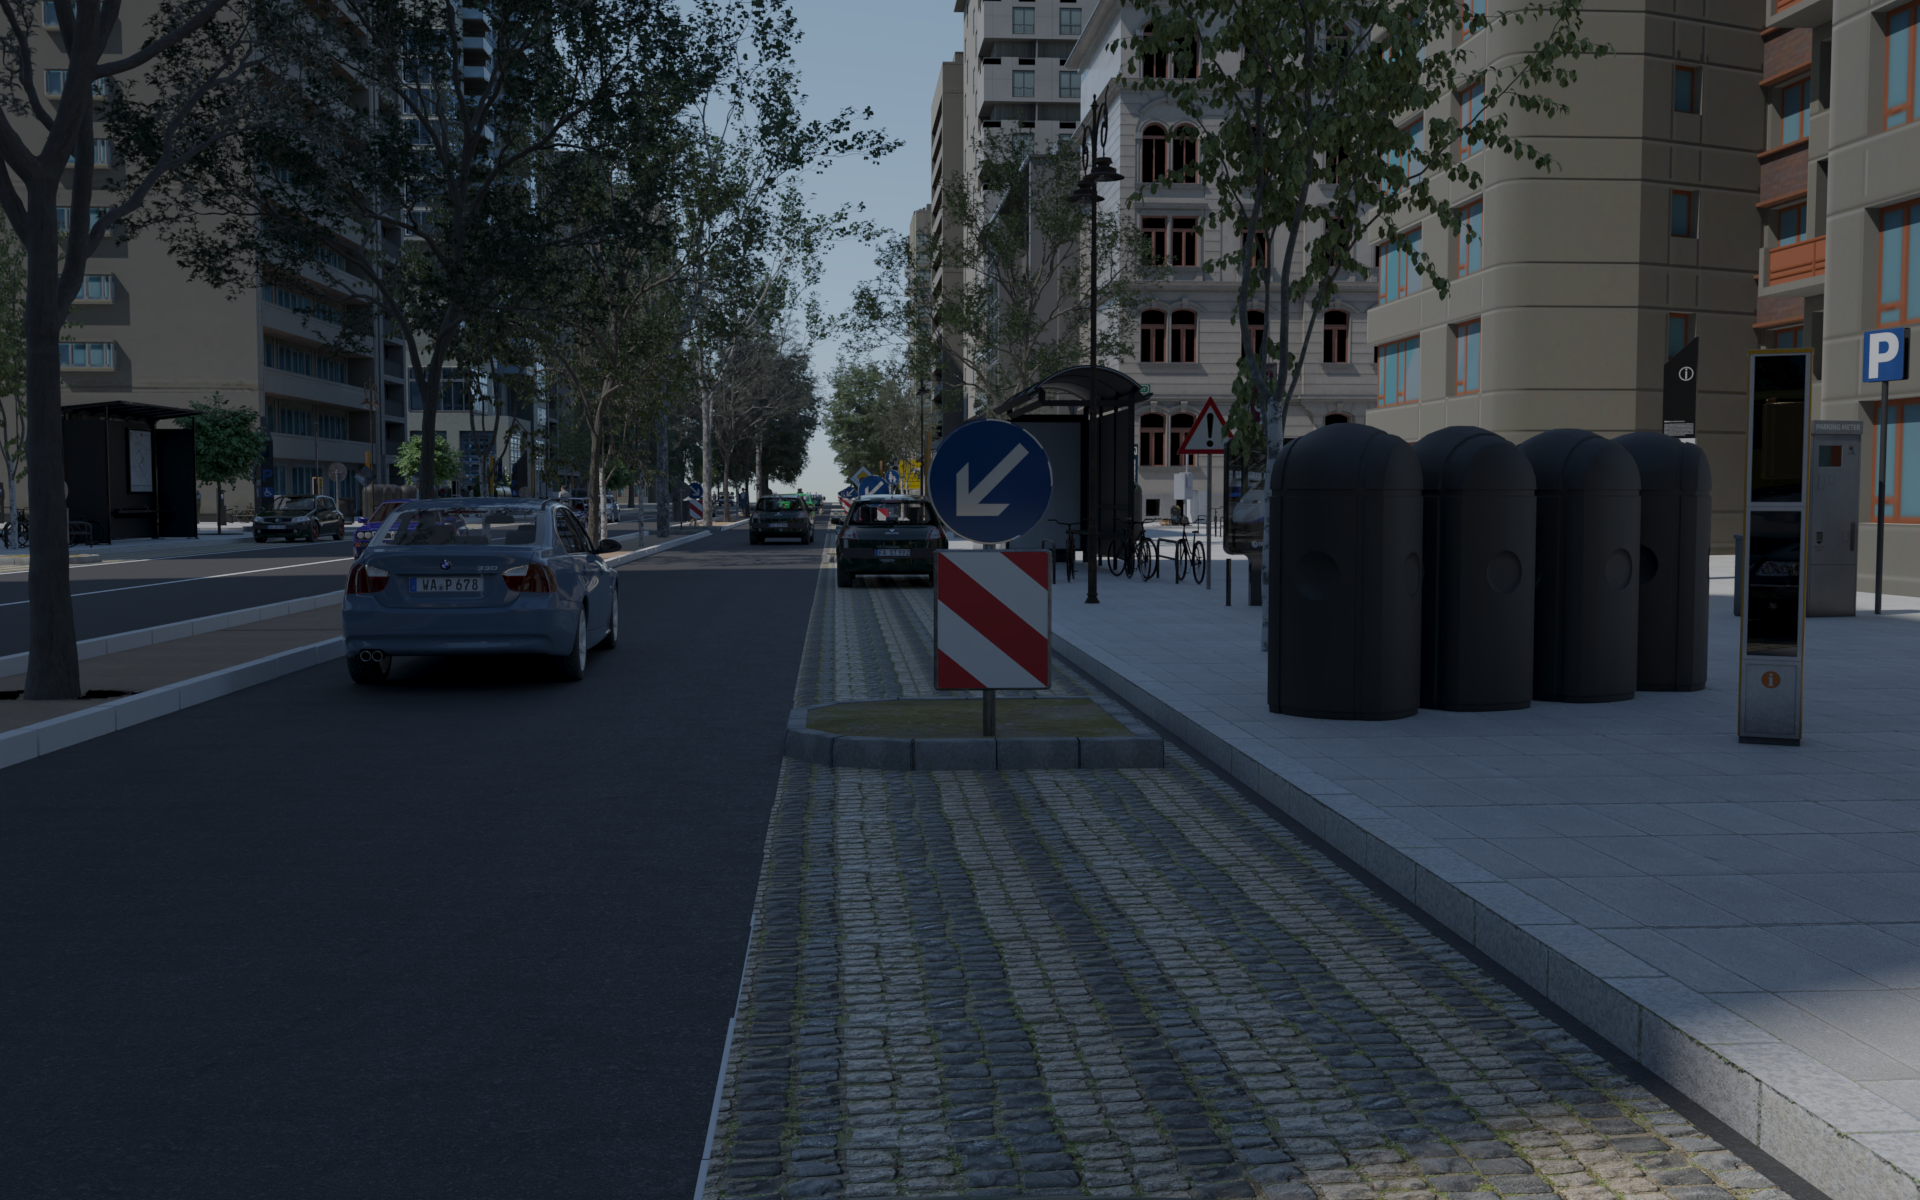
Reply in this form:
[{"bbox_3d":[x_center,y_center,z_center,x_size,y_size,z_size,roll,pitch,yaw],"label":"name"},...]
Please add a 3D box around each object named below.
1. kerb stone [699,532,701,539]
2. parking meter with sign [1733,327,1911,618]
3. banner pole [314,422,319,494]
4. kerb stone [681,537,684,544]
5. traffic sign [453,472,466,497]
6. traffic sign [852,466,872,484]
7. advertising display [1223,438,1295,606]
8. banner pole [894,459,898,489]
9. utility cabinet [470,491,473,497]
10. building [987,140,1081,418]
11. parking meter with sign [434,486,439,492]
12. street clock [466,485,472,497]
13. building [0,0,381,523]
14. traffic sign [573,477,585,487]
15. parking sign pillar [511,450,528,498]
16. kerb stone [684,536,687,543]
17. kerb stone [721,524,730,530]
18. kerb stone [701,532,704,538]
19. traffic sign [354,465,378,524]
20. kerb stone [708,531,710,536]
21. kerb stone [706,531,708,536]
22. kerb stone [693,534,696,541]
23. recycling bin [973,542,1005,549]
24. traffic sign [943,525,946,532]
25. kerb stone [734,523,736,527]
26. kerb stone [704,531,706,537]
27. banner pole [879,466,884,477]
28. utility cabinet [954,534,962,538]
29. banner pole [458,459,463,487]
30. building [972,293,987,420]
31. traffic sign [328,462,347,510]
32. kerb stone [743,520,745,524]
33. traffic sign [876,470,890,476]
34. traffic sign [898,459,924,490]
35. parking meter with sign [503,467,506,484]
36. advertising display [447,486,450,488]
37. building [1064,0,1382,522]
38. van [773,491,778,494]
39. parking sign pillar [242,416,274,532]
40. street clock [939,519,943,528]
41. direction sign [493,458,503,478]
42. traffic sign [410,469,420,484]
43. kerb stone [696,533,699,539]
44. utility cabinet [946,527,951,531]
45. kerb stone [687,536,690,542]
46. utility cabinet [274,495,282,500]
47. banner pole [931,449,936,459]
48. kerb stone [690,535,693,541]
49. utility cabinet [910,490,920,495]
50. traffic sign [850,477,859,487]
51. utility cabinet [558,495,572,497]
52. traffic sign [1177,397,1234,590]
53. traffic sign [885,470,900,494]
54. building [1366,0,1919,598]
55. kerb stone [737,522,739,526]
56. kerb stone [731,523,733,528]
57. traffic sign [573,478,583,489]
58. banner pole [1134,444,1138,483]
[{"bbox_3d":[-8.398,-1.995,54.941,0.120,0.150,1.000,0,4,-4],"label":"kerb stone"},{"bbox_3d":[9.007,-1.340,18.174,1.738,3.016,0.543,-1,4,-16],"label":"parking meter with sign"},{"bbox_3d":[-22.351,-4.295,60.239,0.401,3.779,0.863,-1,4,-23],"label":"banner pole"},{"bbox_3d":[-7.953,-1.629,48.821,0.120,0.150,1.000,0,4,-4],"label":"kerb stone"},{"bbox_3d":[-26.732,-5.645,92.404,0.768,2.556,0.104,0,4,-2],"label":"traffic sign"},{"bbox_3d":[-3.430,-3.532,61.389,0.795,2.450,0.064,0,4,-4],"label":"traffic sign"},{"bbox_3d":[3.503,-0.895,19.851,0.974,1.923,0.123,0,4,-6],"label":"advertising display"},{"bbox_3d":[-3.757,-7.186,107.513,0.863,3.779,0.401,-2,4,-27],"label":"banner pole"},{"bbox_3d":[-30.723,-6.238,110.670,1.173,1.500,0.318,1,4,11],"label":"utility cabinet"},{"bbox_3d":[9.896,-17.879,111.396,14.314,24.678,30.058,0,4,-4],"label":"building"},{"bbox_3d":[-32.114,-6.651,104.998,1.738,3.016,0.543,3,4,39],"label":"parking meter with sign"},{"bbox_3d":[-40.279,-8.415,142.161,0.471,2.002,0.358,-2,4,-25],"label":"street clock"},{"bbox_3d":[-43.189,-28.341,87.084,21.300,48.544,21.600,0,4,-4],"label":"building"},{"bbox_3d":[-29.151,-8.105,132.524,0.884,2.594,0.081,0,4,-1],"label":"traffic sign"},{"bbox_3d":[-26.846,-7.162,105.572,1.447,3.967,1.447,1,4,14],"label":"parking sign pillar"},{"bbox_3d":[-8.031,-1.691,49.841,0.120,0.150,1.000,0,4,-4],"label":"kerb stone"},{"bbox_3d":[-9.470,-2.903,69.776,0.120,0.150,1.000,0,4,-4],"label":"kerb stone"},{"bbox_3d":[-8.468,-2.061,55.961,0.120,0.150,1.000,0,4,-4],"label":"kerb stone"},{"bbox_3d":[-20.631,-3.457,60.168,0.795,2.450,0.064,0,4,-4],"label":"traffic sign"},{"bbox_3d":[-8.687,-2.252,59.020,0.120,0.150,1.000,0,4,-4],"label":"kerb stone"},{"bbox_3d":[-8.622,-2.190,58.000,0.120,0.150,1.000,0,4,-4],"label":"kerb stone"},{"bbox_3d":[-8.243,-1.878,52.902,0.120,0.150,1.000,0,4,-4],"label":"kerb stone"},{"bbox_3d":[0.748,-1.652,39.566,0.722,1.027,0.722,2,4,24],"label":"recycling bin"},{"bbox_3d":[-0.466,-3.199,52.409,0.768,2.556,0.104,0,4,1],"label":"traffic sign"},{"bbox_3d":[-9.763,-3.160,73.853,0.120,0.150,1.000,0,4,-4],"label":"kerb stone"},{"bbox_3d":[-8.539,-2.128,56.981,0.120,0.150,1.000,0,4,-4],"label":"kerb stone"},{"bbox_3d":[-6.062,-9.029,137.641,0.863,3.779,0.401,-2,4,-34],"label":"banner pole"},{"bbox_3d":[0.169,-2.423,50.778,0.306,1.237,1.020,-2,4,-29],"label":"utility cabinet"},{"bbox_3d":[-35.957,-8.234,124.645,0.863,3.779,0.401,3,5,43],"label":"banner pole"},{"bbox_3d":[6.643,-16.599,136.021,10.561,19.102,19.286,0,4,-4],"label":"building"},{"bbox_3d":[-25.094,-4.263,69.811,0.768,2.556,0.104,0,4,-2],"label":"traffic sign"},{"bbox_3d":[-10.278,-3.593,81.016,0.120,0.150,1.000,0,4,-4],"label":"kerb stone"},{"bbox_3d":[-5.734,-9.014,141.258,2.265,3.308,0.079,0,4,-1],"label":"traffic sign"},{"bbox_3d":[-2.440,-6.492,100.012,2.265,3.308,0.079,0,4,3],"label":"traffic sign"},{"bbox_3d":[-28.017,-6.950,109.887,1.738,3.016,0.543,0,4,-6],"label":"parking meter with sign"},{"bbox_3d":[-39.604,-7.882,134.076,0.123,1.923,0.974,-1,4,-9],"label":"advertising display"},{"bbox_3d":[17.691,-18.159,84.286,23.554,28.519,14.401,0,4,-4],"label":"building"},{"bbox_3d":[-28.457,-15.687,263.499,2.013,2.044,4.112,0,4,-6],"label":"van"},{"bbox_3d":[-23.915,-4.342,59.472,1.447,3.967,1.447,-2,4,-33],"label":"parking sign pillar"},{"bbox_3d":[-0.587,-3.082,54.962,0.358,2.002,0.471,2,4,28],"label":"street clock"},{"bbox_3d":[-29.175,-7.163,109.114,0.876,3.537,0.379,1,4,23],"label":"direction sign"},{"bbox_3d":[-21.208,-3.944,68.133,0.795,2.450,0.064,0,4,-4],"label":"traffic sign"},{"bbox_3d":[-8.314,-1.940,53.922,0.120,0.150,1.000,0,4,-4],"label":"kerb stone"},{"bbox_3d":[-0.128,-3.098,59.336,1.173,1.500,0.318,-2,4,-30],"label":"utility cabinet"},{"bbox_3d":[-8.101,-1.752,50.861,0.120,0.150,1.000,0,4,-4],"label":"kerb stone"},{"bbox_3d":[-31.145,-4.159,79.163,1.020,1.237,0.306,-2,4,-29],"label":"utility cabinet"},{"bbox_3d":[-1.064,-5.724,83.604,0.863,3.779,0.401,1,4,10],"label":"banner pole"},{"bbox_3d":[-8.173,-1.816,51.880,0.120,0.150,1.000,0,4,-4],"label":"kerb stone"},{"bbox_3d":[-2.359,-5.005,90.512,0.318,1.500,1.173,-1,4,-16],"label":"utility cabinet"},{"bbox_3d":[-4.007,-4.019,69.354,0.795,2.450,0.064,0,4,-4],"label":"traffic sign"},{"bbox_3d":[-26.615,-6.451,116.634,1.020,1.237,0.306,2,4,32],"label":"utility cabinet"},{"bbox_3d":[3.340,-1.419,23.211,0.884,2.594,0.081,0,4,1],"label":"traffic sign"},{"bbox_3d":[-3.571,-5.593,91.549,0.768,2.556,0.104,0,4,-3],"label":"traffic sign"},{"bbox_3d":[25.074,-11.304,29.863,27.650,21.520,28.899,0,4,-4],"label":"building"},{"bbox_3d":[-9.906,-3.283,75.904,0.120,0.150,1.000,0,4,-4],"label":"kerb stone"},{"bbox_3d":[-9.615,-3.035,71.815,0.120,0.150,1.000,0,4,-4],"label":"kerb stone"},{"bbox_3d":[-29.765,-8.246,134.933,0.768,2.556,0.104,0,4,-2],"label":"traffic sign"},{"bbox_3d":[7.450,-5.258,75.979,0.863,3.779,0.401,2,4,34],"label":"banner pole"}]
